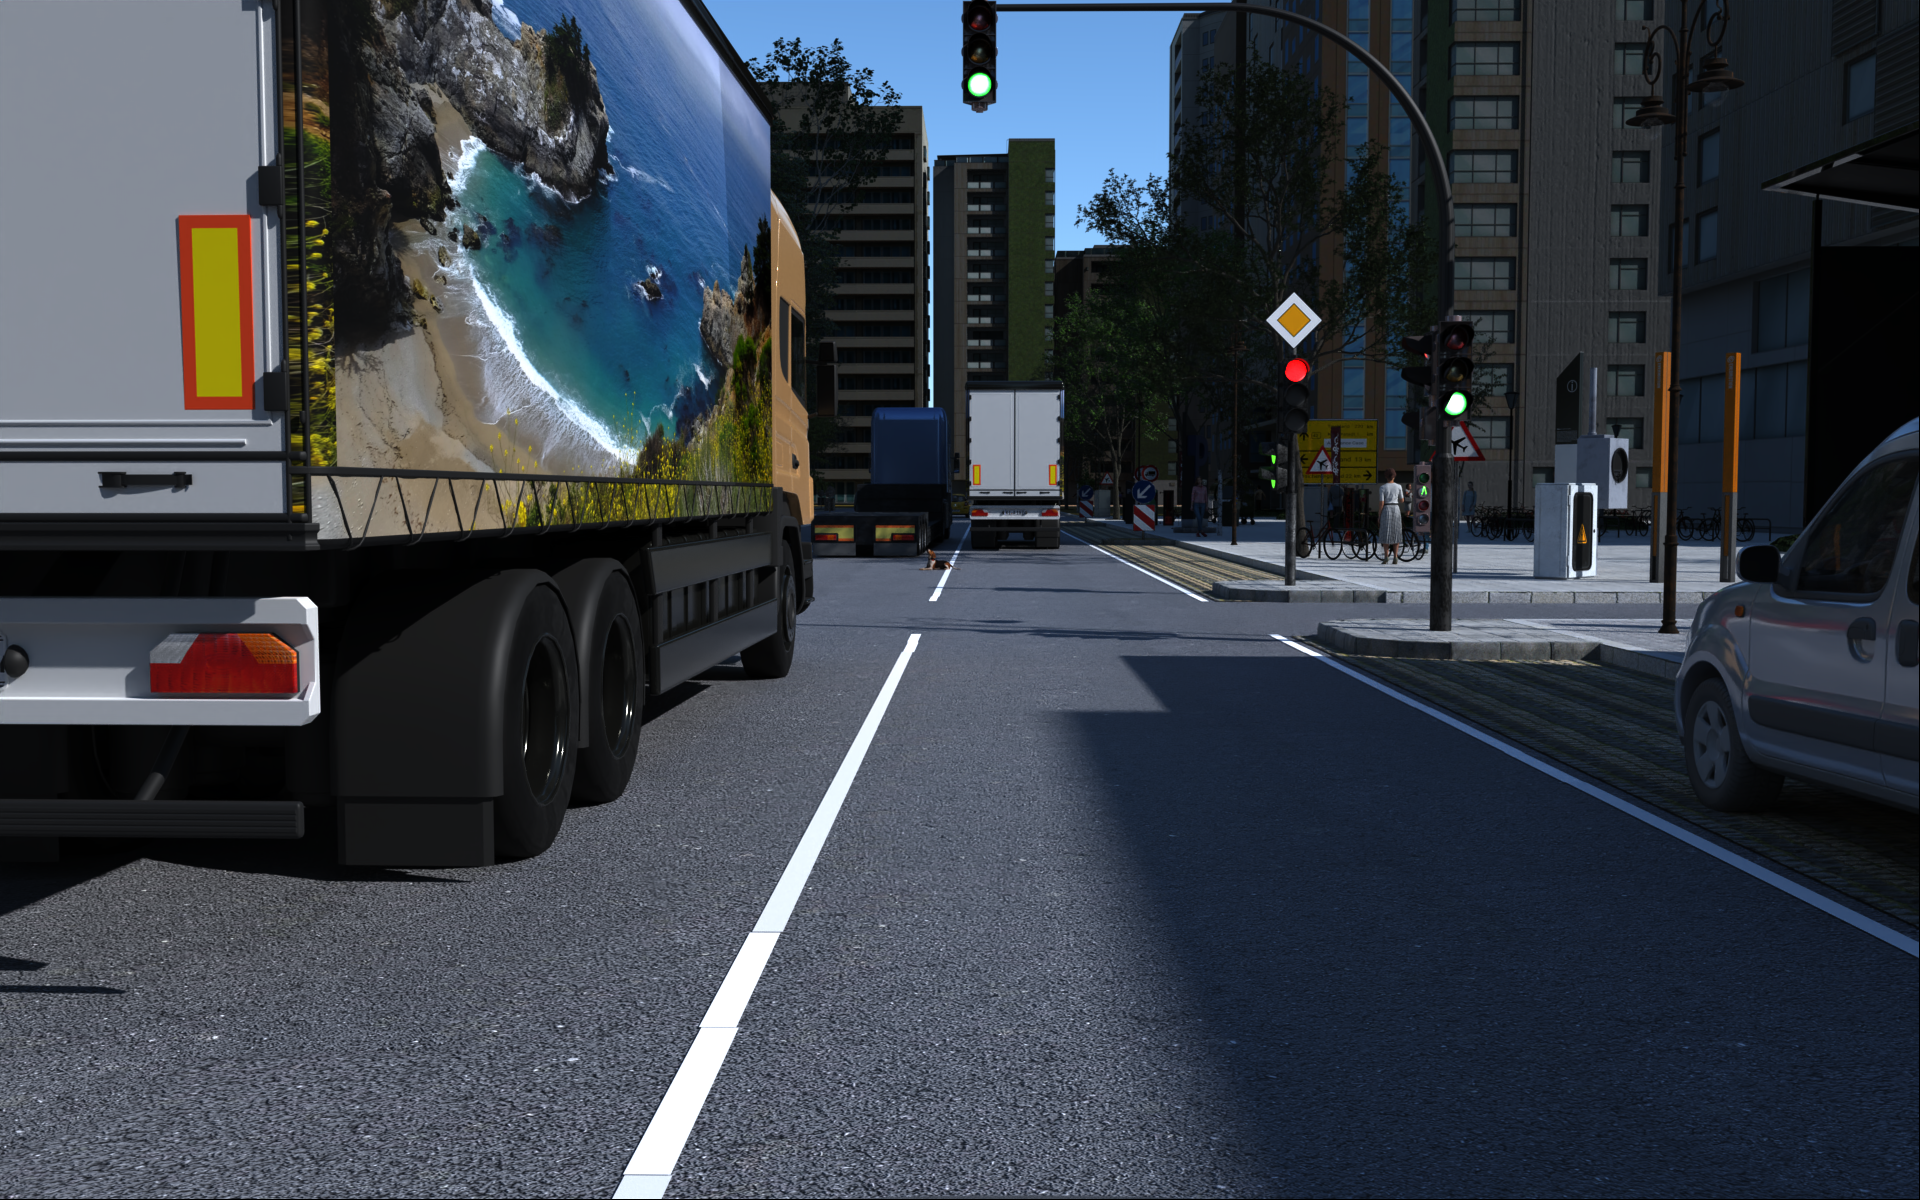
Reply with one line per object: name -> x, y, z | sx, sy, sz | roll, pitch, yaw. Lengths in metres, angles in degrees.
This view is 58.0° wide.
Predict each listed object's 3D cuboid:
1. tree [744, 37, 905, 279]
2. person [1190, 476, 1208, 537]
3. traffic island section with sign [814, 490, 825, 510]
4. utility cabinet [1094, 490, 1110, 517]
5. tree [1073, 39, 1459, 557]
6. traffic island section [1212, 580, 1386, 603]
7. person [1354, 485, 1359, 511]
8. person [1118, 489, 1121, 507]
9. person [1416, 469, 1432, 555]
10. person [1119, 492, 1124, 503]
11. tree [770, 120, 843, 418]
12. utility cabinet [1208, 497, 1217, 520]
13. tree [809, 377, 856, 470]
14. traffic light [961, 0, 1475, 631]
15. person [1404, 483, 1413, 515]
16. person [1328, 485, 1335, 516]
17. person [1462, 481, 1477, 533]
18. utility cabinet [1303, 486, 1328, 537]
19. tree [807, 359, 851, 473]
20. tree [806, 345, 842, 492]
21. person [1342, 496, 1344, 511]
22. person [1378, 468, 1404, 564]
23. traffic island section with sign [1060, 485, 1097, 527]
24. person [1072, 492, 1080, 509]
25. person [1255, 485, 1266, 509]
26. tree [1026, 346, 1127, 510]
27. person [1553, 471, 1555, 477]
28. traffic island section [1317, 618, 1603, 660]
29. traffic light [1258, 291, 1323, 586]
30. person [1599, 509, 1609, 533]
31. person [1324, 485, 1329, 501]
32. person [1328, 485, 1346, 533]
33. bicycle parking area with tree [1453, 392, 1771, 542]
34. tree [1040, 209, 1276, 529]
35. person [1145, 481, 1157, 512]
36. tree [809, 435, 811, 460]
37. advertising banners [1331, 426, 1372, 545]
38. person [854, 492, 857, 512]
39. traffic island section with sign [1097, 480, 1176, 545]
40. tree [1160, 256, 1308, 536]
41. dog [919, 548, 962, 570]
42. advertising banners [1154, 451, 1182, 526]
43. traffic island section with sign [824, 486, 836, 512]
tree -> -8.849, -12.824, 68.012 | 12.611, 20.169, 13.585 | 0, 3, 0
person -> 7.137, -2.794, 51.735 | 0.555, 1.821, 0.388 | -1, 4, -19
traffic island section with sign -> -12.319, -8.898, 154.116 | 1.989, 1.847, 2.006 | 0, 4, 1
utility cabinet -> 7.786, -5.270, 94.847 | 0.318, 1.500, 1.173 | 3, 4, 37
tree -> 6.840, -6.183, 35.503 | 8.767, 10.594, 7.601 | -3, 4, -36
traffic island section -> 4.654, -0.123, 24.299 | 2.009, 0.180, 2.903 | 0, 4, 1
person -> 20.774, -5.149, 90.651 | 0.576, 1.772, 0.534 | 2, 4, 28
person -> 15.458, -9.969, 169.051 | 0.705, 1.823, 1.348 | -1, 4, -15
person -> 9.879, -1.829, 35.929 | 0.713, 1.824, 0.794 | -2, 4, -23
person -> 12.383, -7.655, 134.439 | 0.697, 1.427, 0.421 | -1, 4, -22
tree -> -8.213, -9.038, 56.877 | 9.857, 13.997, 8.962 | 0, 3, 0
utility cabinet -> 12.322, -4.493, 84.621 | 0.306, 1.237, 1.020 | 1, 4, 21
tree -> -15.342, -15.770, 168.215 | 12.009, 13.543, 11.850 | 0, 3, 0
traffic light -> 2.401, -2.534, 16.091 | 4.771, 5.953, 1.251 | 0, 4, 1
person -> 20.387, -4.417, 78.621 | 0.532, 1.782, 0.716 | 3, 5, 39
person -> 14.611, -3.775, 67.855 | 0.616, 1.811, 0.778 | 2, 4, 27
person -> 16.993, -3.098, 57.705 | 0.512, 1.701, 0.522 | 2, 4, 32
utility cabinet -> 10.203, -2.575, 50.777 | 0.318, 1.500, 1.173 | -3, 5, -44
tree -> -7.564, -8.233, 87.422 | 4.360, 8.622, 3.978 | 0, 3, 0
tree -> -7.637, -7.949, 82.783 | 4.737, 8.622, 4.395 | 0, 3, 0
person -> 22.992, -5.920, 103.547 | 1.217, 1.735, 0.721 | -2, 4, -31
person -> 7.863, -1.533, 31.674 | 0.480, 1.755, 0.524 | 0, 4, -5
traffic island section with sign -> 5.444, -4.172, 76.841 | 1.989, 1.847, 2.006 | 0, 4, 1
person -> 10.015, -8.614, 146.848 | 1.348, 1.831, 0.705 | -3, 5, -40
person -> 17.965, -6.008, 104.276 | 1.348, 1.823, 0.705 | -3, 4, -36
tree -> 8.833, -14.147, 141.666 | 12.009, 13.543, 11.850 | 0, 3, 0
person -> 13.959, -2.110, 40.311 | 0.659, 1.850, 0.755 | 2, 4, 28
traffic island section -> 4.534, 0.365, 16.315 | 2.009, 0.180, 2.903 | 0, 4, 1
traffic light -> 4.614, -2.157, 24.186 | 0.839, 4.253, 0.868 | 0, 4, 1
person -> 21.358, -3.160, 57.893 | 0.526, 1.800, 0.537 | 0, 4, -7
person -> 19.117, -5.159, 90.665 | 0.793, 1.790, 0.793 | -3, 5, -40
person -> 12.515, -3.128, 57.359 | 0.473, 1.802, 0.592 | -1, 4, -16
bicycle parking area with tree -> 17.993, -3.796, 49.074 | 8.231, 4.147, 9.016 | 0, 4, 1
tree -> 8.247, -8.416, 63.357 | 9.928, 11.665, 9.643 | 0, 3, 0
person -> 7.558, -3.828, 68.881 | 0.600, 1.795, 0.529 | 0, 4, 3
tree -> -15.896, -13.787, 143.547 | 7.486, 12.596, 7.792 | 0, 3, 0
advertising banners -> 9.923, -2.930, 44.088 | 0.090, 3.025, 2.074 | -1, 4, -16
person -> -3.747, -3.555, 66.720 | 0.694, 1.812, 0.767 | -1, 4, -9
traffic island section with sign -> 5.034, -2.475, 49.092 | 1.989, 1.847, 2.006 | 0, 4, 1
tree -> 8.238, -6.284, 53.109 | 4.360, 8.622, 3.978 | 0, 3, 0
dog -> -0.371, -0.767, 32.739 | 0.748, 0.427, 0.550 | 1, 4, 13
advertising banners -> 8.465, -4.542, 70.456 | 2.074, 3.025, 0.090 | 3, 5, 39
traffic island section with sign -> -7.524, -5.575, 99.289 | 2.006, 1.907, 1.989 | 0, 4, 1
